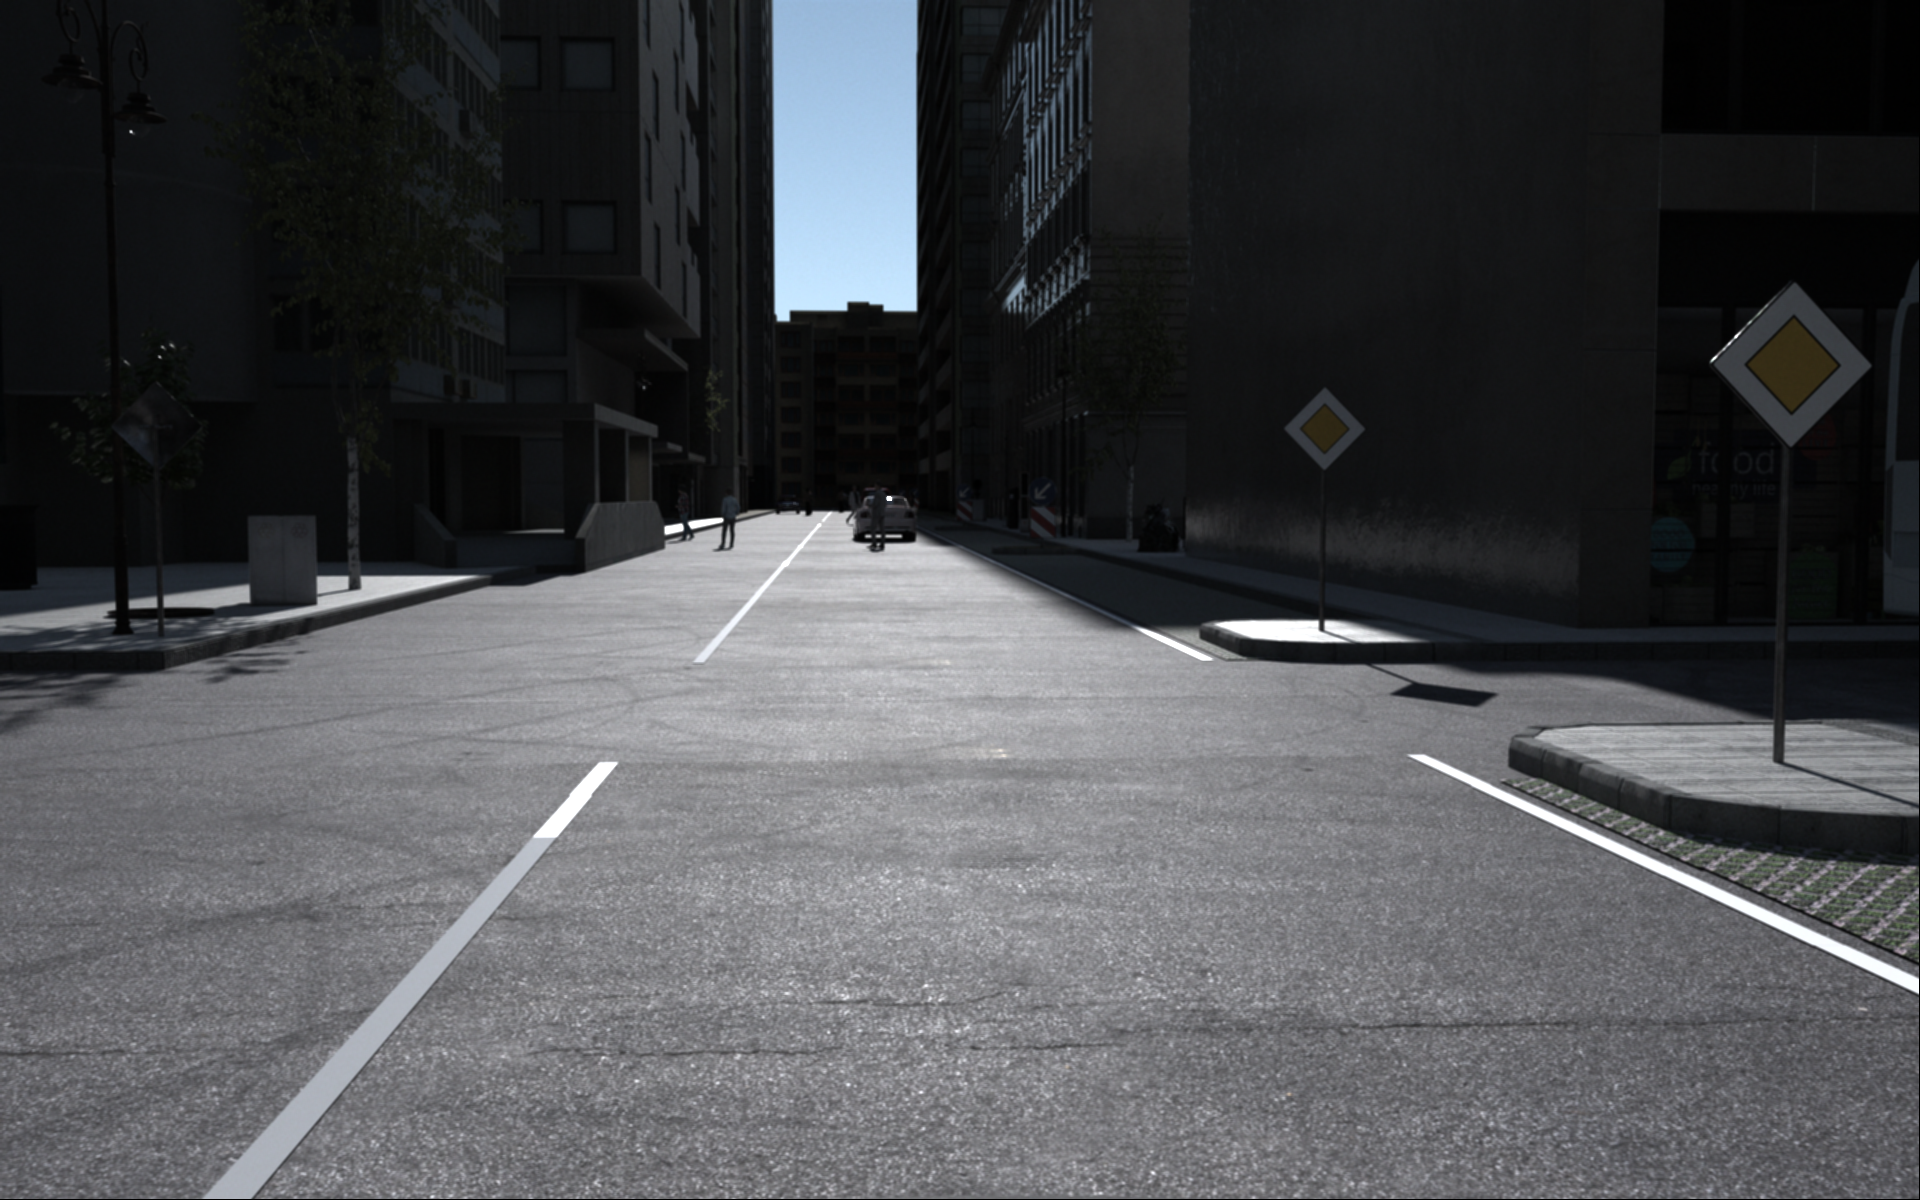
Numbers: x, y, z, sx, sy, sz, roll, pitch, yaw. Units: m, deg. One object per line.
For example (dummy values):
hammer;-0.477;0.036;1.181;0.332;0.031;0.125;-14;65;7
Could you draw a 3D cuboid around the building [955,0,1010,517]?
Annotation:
building;6.615;-25.562;101.539;14.154;41.232;14.086;0;4;-4

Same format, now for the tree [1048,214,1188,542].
tree;4.474;-5.855;46.099;4.737;8.622;4.395;0;3;0

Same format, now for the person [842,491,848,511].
person;-9.939;-8.497;148.363;0.756;1.711;0.436;0;4;-4

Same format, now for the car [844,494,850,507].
car;-10.225;-9.205;162.292;2.131;1.459;4.920;0;4;-5

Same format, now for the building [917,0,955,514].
building;7.601;-31.701;142.014;21.300;48.544;21.600;0;4;-4

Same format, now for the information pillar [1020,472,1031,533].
information pillar;2.177;-3.251;57.641;0.304;2.012;0.304;1;4;12

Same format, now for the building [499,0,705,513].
building;-24.959;-29.367;69.391;28.713;52.752;27.495;0;4;-4

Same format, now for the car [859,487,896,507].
car;-4.887;-5.664;101.280;2.281;1.827;5.304;0;4;-2

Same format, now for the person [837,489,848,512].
person;-9.278;-7.773;135.591;0.705;1.823;1.348;2;4;32

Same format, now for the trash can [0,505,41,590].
trash can;-12.736;-0.708;23.235;0.748;1.137;0.748;0;3;0

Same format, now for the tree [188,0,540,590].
tree;-7.948;-4.454;23.190;4.737;8.622;4.395;0;3;0

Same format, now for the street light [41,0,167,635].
street light;-7.664;-2.623;15.680;0.468;5.910;1.993;0;4;-4

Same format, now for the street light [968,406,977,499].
street light;0.660;-7.226;90.929;0.468;5.910;1.993;0;4;-4

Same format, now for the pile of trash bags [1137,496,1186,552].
pile of trash bags;5.145;-1.822;39.543;1.912;1.369;3.447;1;4;16

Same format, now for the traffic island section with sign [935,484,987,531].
traffic island section with sign;0.011;-3.649;68.291;1.989;1.847;2.006;0;4;-4

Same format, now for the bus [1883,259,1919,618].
bus;14.007;-1.109;12.996;13.247;3.499;2.948;0;4;-5

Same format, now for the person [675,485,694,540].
person;-8.497;-2.703;53.527;0.643;1.720;0.563;-1;4;-19

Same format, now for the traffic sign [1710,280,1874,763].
traffic sign;3.911;-0.280;8.220;0.795;2.450;0.064;0;4;-4

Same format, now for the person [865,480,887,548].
person;-2.241;-2.290;46.134;0.583;1.804;0.606;1;4;19

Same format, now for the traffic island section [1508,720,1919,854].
traffic island section;3.934;0.855;8.299;2.009;0.180;2.903;0;4;-4

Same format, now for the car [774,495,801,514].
car;-12.526;-6.944;126.110;1.945;1.354;3.894;0;4;-6

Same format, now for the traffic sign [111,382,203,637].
traffic sign;-7.183;-0.726;15.520;0.795;2.450;0.064;0;4;-4

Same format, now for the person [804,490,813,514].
person;-10.976;-7.084;125.119;0.742;1.727;0.445;1;4;20

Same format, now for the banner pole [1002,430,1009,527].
banner pole;1.795;-4.712;67.065;0.401;3.779;0.863;1;4;12

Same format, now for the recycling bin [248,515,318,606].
recycling bin;-7.900;-0.467;20.188;0.722;1.027;0.722;-1;4;-23

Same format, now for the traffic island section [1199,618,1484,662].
traffic island section;3.413;0.368;16.267;2.009;0.180;2.903;0;4;-4

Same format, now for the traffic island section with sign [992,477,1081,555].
traffic island section with sign;1.782;-2.004;41.394;1.989;1.847;2.006;0;4;-4

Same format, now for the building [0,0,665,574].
building;-23.340;-21.055;36.127;32.217;40.220;23.993;0;4;-4

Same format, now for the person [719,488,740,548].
person;-6.181;-2.209;46.422;0.589;1.601;0.330;-2;4;-26

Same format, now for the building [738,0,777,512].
building;-27.354;-43.821;154.717;20.611;71.187;20.563;0;4;-4

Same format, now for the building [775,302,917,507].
building;-10.168;-20.966;187.830;28.899;21.520;27.650;0;4;-4

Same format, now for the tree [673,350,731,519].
tree;-13.811;-8.393;87.593;4.360;8.622;3.978;0;3;0

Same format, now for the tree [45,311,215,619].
tree;-8.442;-1.454;18.367;1.663;3.219;1.824;0;3;0

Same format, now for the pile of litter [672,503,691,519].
pile of litter;-14.252;-4.591;89.027;1.176;0.858;1.719;1;4;16

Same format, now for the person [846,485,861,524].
person;-4.993;-4.469;81.450;0.818;1.842;0.514;3;4;37

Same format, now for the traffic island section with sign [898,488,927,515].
traffic island section with sign;-3.235;-6.691;118.023;1.989;1.847;2.006;0;4;-4

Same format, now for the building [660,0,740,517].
building;-19.929;-25.258;96.566;14.154;41.232;14.086;0;4;-4

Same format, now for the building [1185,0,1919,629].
building;22.221;-13.568;26.357;34.151;26.468;19.350;0;4;-4

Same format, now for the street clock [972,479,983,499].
street clock;0.831;-4.821;83.387;0.471;2.002;0.358;-1;4;-12

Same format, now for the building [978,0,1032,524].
building;7.941;-17.233;79.031;12.463;27.353;25.104;0;4;-4

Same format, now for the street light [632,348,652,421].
street light;-10.113;-5.040;55.184;0.468;5.910;1.993;0;4;-4

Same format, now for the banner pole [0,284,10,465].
banner pole;-10.225;-1.705;17.889;0.401;3.779;0.863;2;4;27

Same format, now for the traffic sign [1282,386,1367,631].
traffic sign;3.390;-0.767;16.188;0.795;2.450;0.064;0;4;-4

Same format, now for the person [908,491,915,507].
person;-3.130;-6.214;111.572;0.415;1.643;0.593;-1;4;-19

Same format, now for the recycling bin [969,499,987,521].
recycling bin;0.846;-4.248;82.005;0.722;1.027;0.722;1;4;13

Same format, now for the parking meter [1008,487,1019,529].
parking meter;1.975;-3.399;63.981;0.372;1.533;0.369;0;3;0

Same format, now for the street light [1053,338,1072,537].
street light;3.086;-4.810;51.423;0.468;5.910;1.993;0;4;-4

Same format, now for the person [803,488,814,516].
person;-10.146;-6.564;115.835;0.705;1.823;1.348;-2;4;-35

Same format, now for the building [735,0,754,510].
building;-23.174;-29.444;131.514;14.600;45.320;14.200;0;4;-4

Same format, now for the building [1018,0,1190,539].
building;7.668;-12.744;57.515;9.793;20.994;18.267;0;4;-4

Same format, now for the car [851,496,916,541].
car;-2.403;-2.597;54.821;2.083;1.381;4.827;0;4;-5
